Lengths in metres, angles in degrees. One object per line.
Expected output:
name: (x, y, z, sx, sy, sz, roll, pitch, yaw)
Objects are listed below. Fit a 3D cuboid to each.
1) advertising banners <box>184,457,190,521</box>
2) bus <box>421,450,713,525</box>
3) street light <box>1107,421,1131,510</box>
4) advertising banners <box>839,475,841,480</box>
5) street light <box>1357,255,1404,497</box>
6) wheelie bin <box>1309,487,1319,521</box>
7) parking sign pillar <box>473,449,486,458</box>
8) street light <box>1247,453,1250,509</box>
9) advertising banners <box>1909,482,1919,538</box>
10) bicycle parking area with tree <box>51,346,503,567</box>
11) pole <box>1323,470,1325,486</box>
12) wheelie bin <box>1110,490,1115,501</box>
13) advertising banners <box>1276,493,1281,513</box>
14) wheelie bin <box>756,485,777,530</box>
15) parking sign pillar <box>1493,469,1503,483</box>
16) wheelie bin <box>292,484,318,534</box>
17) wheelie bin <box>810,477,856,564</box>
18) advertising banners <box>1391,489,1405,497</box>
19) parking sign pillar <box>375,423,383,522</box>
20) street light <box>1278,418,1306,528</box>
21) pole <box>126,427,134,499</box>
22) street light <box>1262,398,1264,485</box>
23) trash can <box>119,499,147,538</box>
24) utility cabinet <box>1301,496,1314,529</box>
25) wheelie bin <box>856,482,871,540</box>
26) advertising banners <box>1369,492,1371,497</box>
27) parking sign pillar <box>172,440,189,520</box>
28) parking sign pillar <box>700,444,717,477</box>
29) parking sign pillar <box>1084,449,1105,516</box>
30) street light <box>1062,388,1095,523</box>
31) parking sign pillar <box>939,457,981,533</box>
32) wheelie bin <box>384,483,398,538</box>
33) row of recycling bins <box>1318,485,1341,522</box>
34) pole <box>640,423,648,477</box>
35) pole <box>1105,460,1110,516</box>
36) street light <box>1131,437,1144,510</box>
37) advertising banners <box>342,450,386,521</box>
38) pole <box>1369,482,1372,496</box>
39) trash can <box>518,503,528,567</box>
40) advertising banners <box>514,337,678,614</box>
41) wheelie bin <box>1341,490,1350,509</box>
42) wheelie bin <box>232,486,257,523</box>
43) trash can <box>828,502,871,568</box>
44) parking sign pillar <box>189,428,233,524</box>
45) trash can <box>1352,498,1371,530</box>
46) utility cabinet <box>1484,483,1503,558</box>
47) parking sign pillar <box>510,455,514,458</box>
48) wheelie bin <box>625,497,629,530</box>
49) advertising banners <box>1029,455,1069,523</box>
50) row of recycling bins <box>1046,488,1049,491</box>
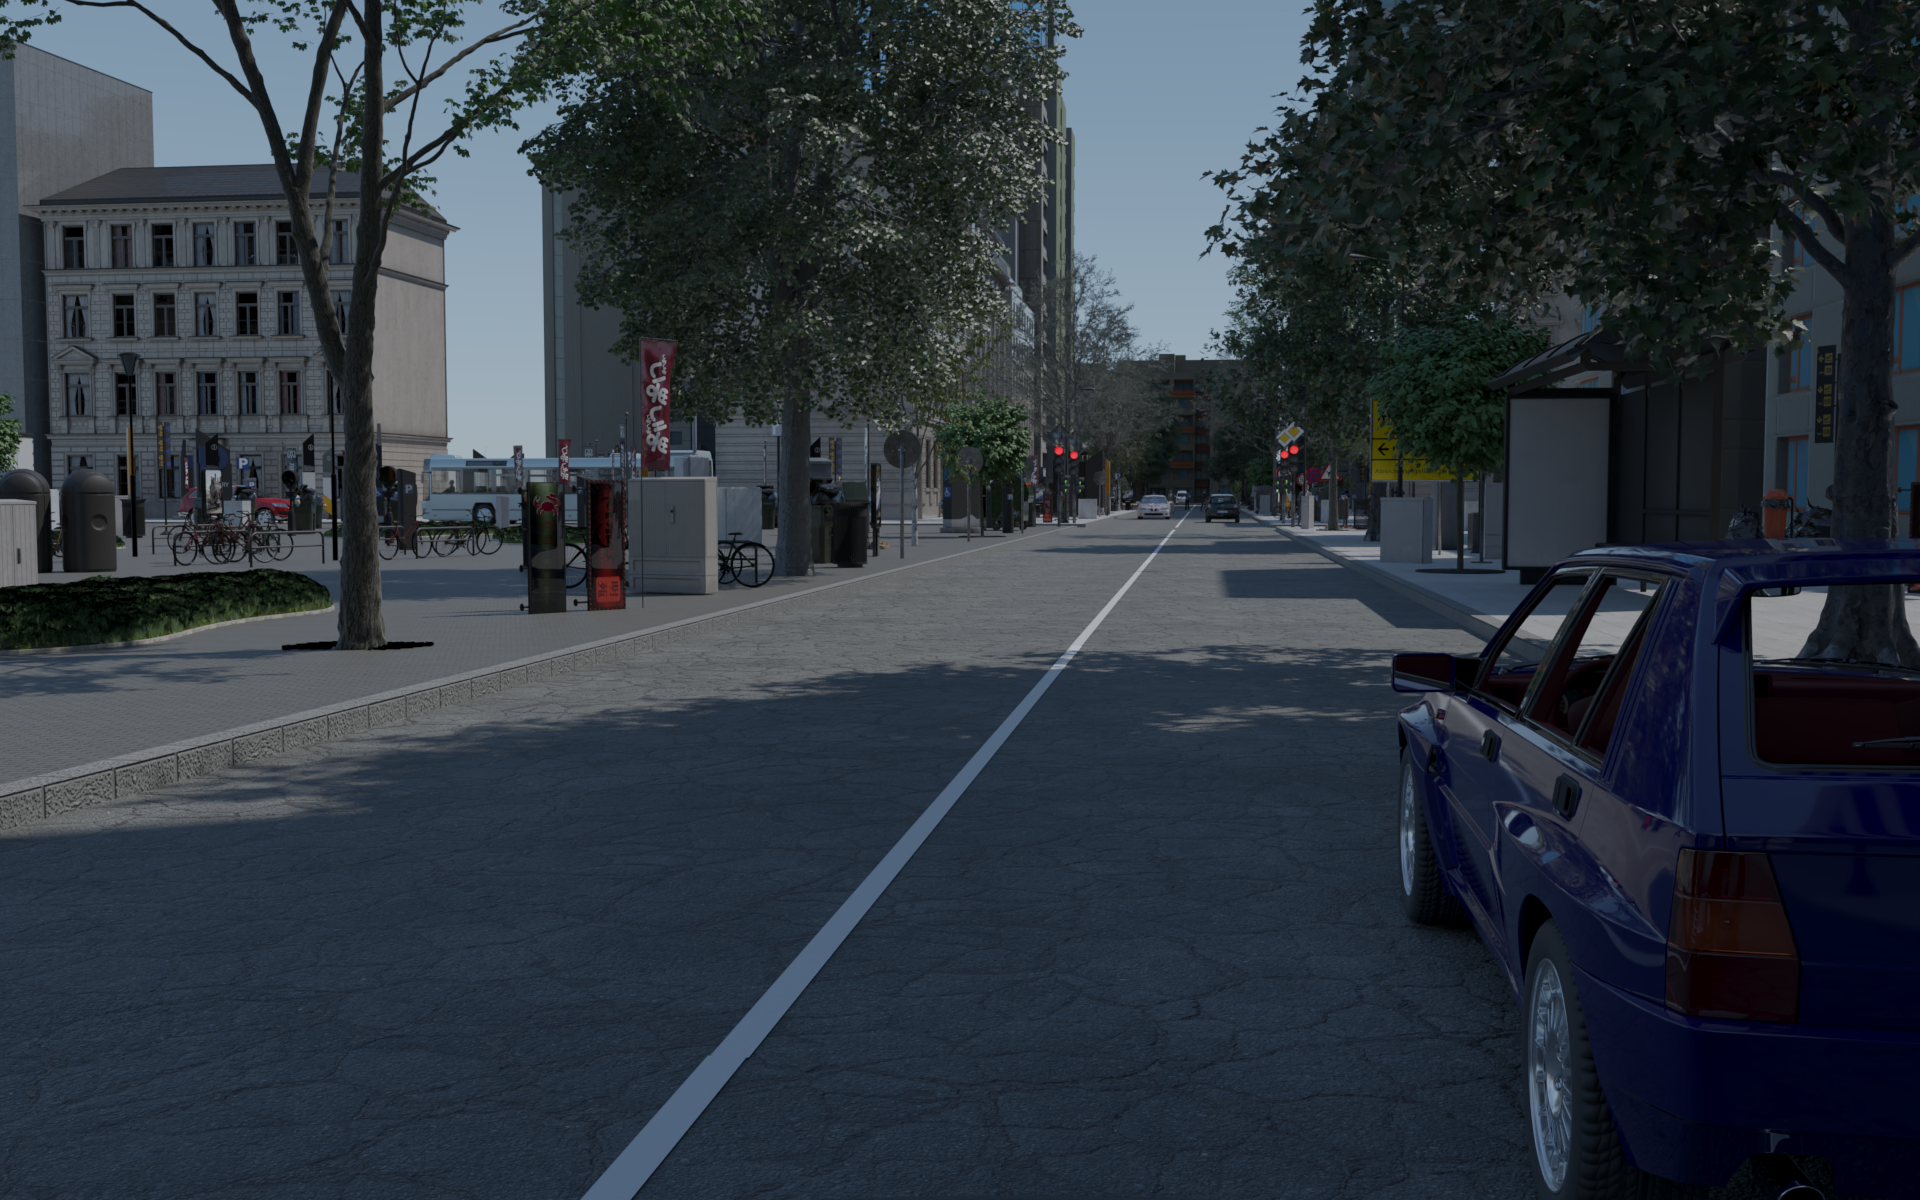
advertising banners: (-37.075, -5.350, 83.657, 0.090, 3.025, 2.074, 0, 4, -5)
bus: (-17.445, -4.902, 75.012, 13.247, 3.499, 2.948, 1, 4, 10)
street light: (9.782, -8.324, 108.638, 1.470, 5.913, 1.316, 0, 4, 8)
advertising banners: (-5.594, -5.355, 83.747, 0.090, 3.025, 2.074, 1, 4, 14)
street light: (8.004, -3.734, 33.595, 1.470, 5.913, 1.316, 0, 4, 8)
wheelie bin: (16.812, -4.539, 82.114, 0.693, 1.594, 0.980, -2, 4, -24)
parking sign pillar: (-28.334, -7.024, 103.306, 1.447, 3.967, 1.447, -2, 4, -33)
street light: (19.788, -8.798, 116.393, 1.470, 5.913, 1.316, 0, 4, 8)
advertising banners: (12.421, -1.593, 22.227, 0.090, 3.025, 2.074, -2, 4, -28)
bicycle parking area with tree: (-14.352, -2.898, 34.384, 8.231, 4.147, 9.016, 3, 4, 36)
pole: (30.727, -9.314, 146.121, 0.158, 3.312, 0.155, 0, 3, 0)
wheelie bin: (11.401, -7.626, 132.595, 0.693, 1.594, 0.980, 3, 5, 39)
advertising banners: (21.649, -7.369, 116.674, 0.090, 3.025, 2.074, -2, 4, -27)
wheelie bin: (-7.011, -3.345, 62.606, 0.980, 1.594, 0.693, -2, 4, -26)
parking sign pillar: (19.484, -4.435, 60.988, 1.447, 3.967, 1.447, 3, 4, 36)
wheelie bin: (-20.895, -2.897, 55.278, 0.693, 1.594, 0.980, 0, 4, -6)
wheelie bin: (-2.558, -1.483, 32.149, 0.693, 1.594, 0.980, 2, 4, 35)
advertising banners: (13.445, -3.536, 54.000, 0.090, 3.025, 2.074, 3, 4, 36)
parking sign pillar: (-22.034, -4.704, 65.390, 1.447, 3.967, 1.447, -1, 4, -19)
street light: (12.666, -5.739, 66.366, 1.470, 5.913, 1.316, 0, 4, 8)
pole: (-25.411, -3.624, 53.098, 0.158, 3.312, 0.155, 0, 3, 0)
street light: (15.042, -6.795, 83.634, 1.470, 5.913, 1.316, 0, 4, 8)
trash can: (-24.151, -2.383, 50.620, 0.748, 1.137, 0.748, 0, 3, 0)
utility cabinet: (12.784, -3.216, 63.736, 0.306, 1.237, 1.020, 1, 4, 22)
wheelie bin: (-2.788, -2.267, 44.981, 0.980, 1.594, 0.693, -1, 4, -20)
advertising banners: (25.141, -6.691, 105.589, 0.090, 3.025, 2.074, 0, 4, 6)
parking sign pillar: (-38.551, -5.986, 86.347, 1.447, 3.967, 1.447, -2, 4, -30)
parking sign pillar: (-13.272, -6.387, 92.902, 1.447, 3.967, 1.447, -2, 4, -28)
parking sign pillar: (7.961, -7.050, 103.743, 1.447, 3.967, 1.447, 1, 4, 17)
street light: (5.185, -6.319, 75.858, 1.470, 5.913, 1.316, 0, 4, 8)
parking sign pillar: (0.043, -4.196, 57.070, 1.447, 3.967, 1.447, -3, 5, -44)
wheelie bin: (-15.748, -2.481, 48.473, 0.693, 1.594, 0.980, -2, 4, -31)
row of recycling bins: (16.791, -4.371, 78.575, 1.069, 1.692, 3.534, 1, 4, 9)
pole: (-7.759, -2.981, 42.585, 0.158, 3.312, 0.155, 0, 3, 0)
pole: (9.181, -6.930, 107.150, 0.158, 3.312, 0.155, 0, 3, 0)
street light: (14.531, -10.381, 142.273, 1.470, 5.913, 1.316, 0, 4, 8)
advertising banners: (-23.521, -4.449, 68.922, 2.074, 3.025, 0.090, 0, 4, -1)
pole: (28.183, -7.651, 118.942, 0.158, 3.312, 0.155, 0, 3, 0)
trash can: (-7.010, -1.060, 28.981, 0.748, 1.137, 0.748, 0, 3, 0)
advertising banners: (-3.929, -1.398, 19.046, 0.090, 3.025, 2.074, 3, 5, 44)
wheelie bin: (32.125, -8.361, 144.614, 0.693, 1.594, 0.980, -3, 4, -38)
wheelie bin: (-28.385, -3.723, 68.783, 0.693, 1.594, 0.980, 2, 4, 34)
trash can: (-1.925, -1.140, 30.288, 0.748, 1.137, 0.748, 0, 3, 0)
parking sign pillar: (-30.593, -5.051, 71.058, 1.447, 3.967, 1.447, -2, 4, -34)
trash can: (14.445, -3.092, 62.200, 0.748, 1.137, 0.748, 0, 3, 0)
utility cabinet: (10.938, -1.563, 34.232, 1.173, 1.500, 0.318, 0, 4, 4)
parking sign pillar: (-27.352, -7.153, 105.429, 1.447, 3.967, 1.447, 2, 4, 33)
wheelie bin: (-7.434, -2.003, 40.662, 0.693, 1.594, 0.980, 0, 4, 7)
advertising banners: (3.949, -4.969, 77.433, 2.074, 3.025, 0.090, 2, 4, 34)
row of recycling bins: (4.190, -6.506, 113.485, 3.534, 1.692, 1.069, 1, 4, 20)
